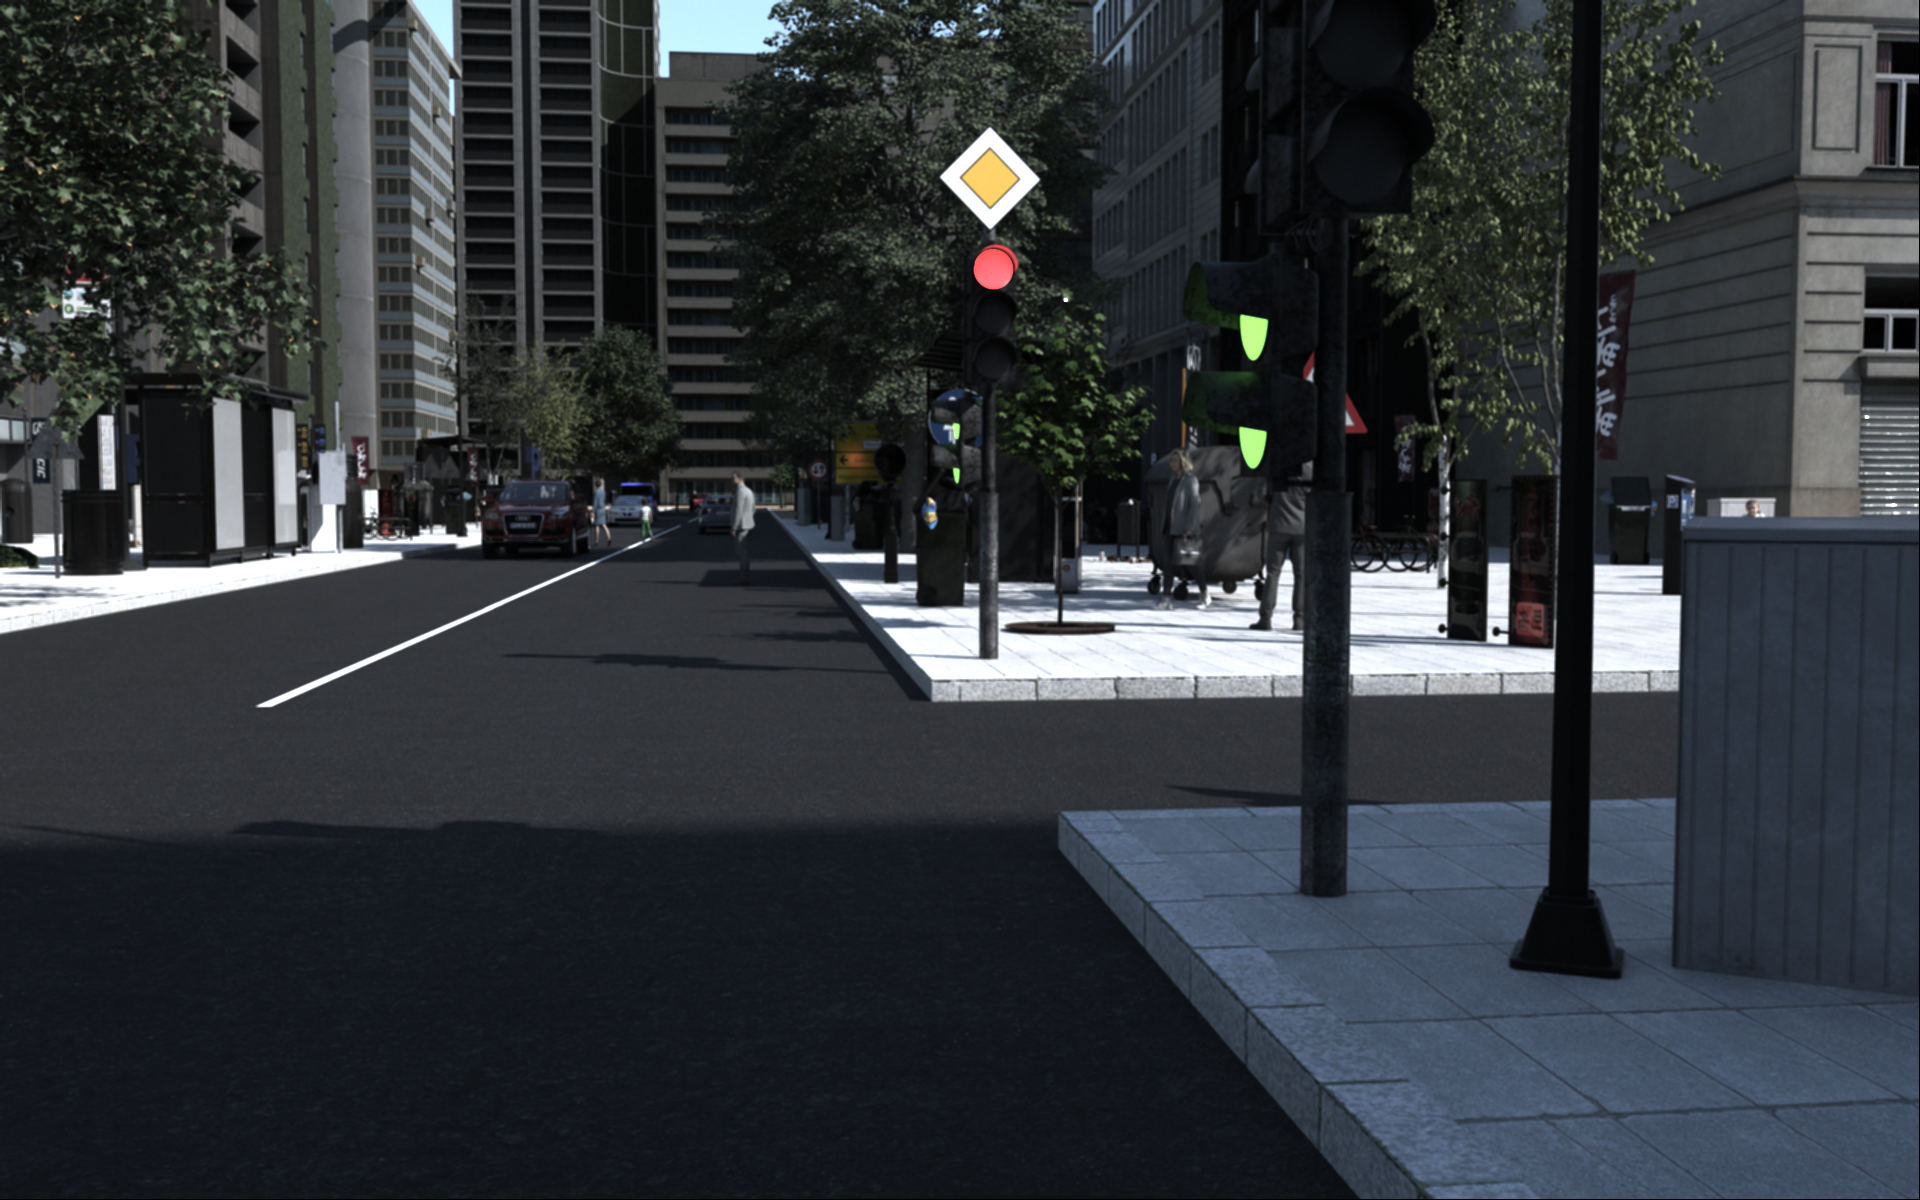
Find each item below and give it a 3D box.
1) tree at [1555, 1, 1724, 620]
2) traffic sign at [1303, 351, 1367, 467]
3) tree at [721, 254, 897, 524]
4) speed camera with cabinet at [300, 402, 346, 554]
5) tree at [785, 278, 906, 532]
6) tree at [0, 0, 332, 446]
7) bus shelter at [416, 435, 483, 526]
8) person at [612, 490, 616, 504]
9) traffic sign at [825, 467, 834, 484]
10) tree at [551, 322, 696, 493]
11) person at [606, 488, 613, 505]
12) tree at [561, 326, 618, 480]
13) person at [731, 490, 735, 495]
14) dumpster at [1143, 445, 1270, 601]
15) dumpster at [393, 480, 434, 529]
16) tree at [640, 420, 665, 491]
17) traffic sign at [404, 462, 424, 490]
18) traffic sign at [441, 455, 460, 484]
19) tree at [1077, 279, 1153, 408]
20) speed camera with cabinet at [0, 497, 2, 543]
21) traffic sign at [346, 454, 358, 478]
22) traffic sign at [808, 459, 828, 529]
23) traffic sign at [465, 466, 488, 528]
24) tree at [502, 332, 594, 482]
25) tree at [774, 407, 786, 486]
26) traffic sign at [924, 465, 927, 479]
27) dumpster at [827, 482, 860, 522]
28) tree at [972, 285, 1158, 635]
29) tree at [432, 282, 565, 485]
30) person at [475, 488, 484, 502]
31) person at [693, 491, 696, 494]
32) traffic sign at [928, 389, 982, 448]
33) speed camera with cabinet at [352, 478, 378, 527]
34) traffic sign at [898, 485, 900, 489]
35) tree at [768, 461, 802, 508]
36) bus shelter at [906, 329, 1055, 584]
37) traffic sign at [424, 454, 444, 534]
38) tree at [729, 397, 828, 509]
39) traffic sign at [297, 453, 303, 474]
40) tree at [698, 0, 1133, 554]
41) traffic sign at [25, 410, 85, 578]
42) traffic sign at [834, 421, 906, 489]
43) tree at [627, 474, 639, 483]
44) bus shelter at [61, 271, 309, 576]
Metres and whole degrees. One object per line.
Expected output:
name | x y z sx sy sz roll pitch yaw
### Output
tree | 6.083 -4.121 17.747 4.737 8.622 4.395 0 3 0
traffic sign | 3.127 -0.931 15.228 0.884 2.594 0.081 0 4 -3
tree | -6.404 -9.040 73.565 9.928 11.665 9.643 0 3 0
speed camera with cabinet | -13.882 -2.651 37.687 0.660 3.252 2.038 -2 4 -31
tree | -3.580 -6.623 58.656 4.360 8.622 3.978 0 3 0
tree | -12.053 -6.237 18.983 9.611 12.733 9.660 0 3 0
bus shelter | -21.234 -4.954 72.280 1.731 3.624 6.357 0 4 -7
person | -31.717 -9.277 158.518 0.445 1.727 0.742 0 4 4
traffic sign | -5.942 -4.927 80.663 0.768 2.556 0.104 0 4 -1
tree | -22.565 -12.168 115.955 9.611 12.733 9.660 0 3 0
person | -27.491 -7.908 135.788 0.568 1.767 0.683 -2 4 -30
tree | -25.193 -13.661 130.018 9.857 13.997 8.962 0 3 0
person | -12.979 -5.465 99.330 0.415 1.643 0.593 2 4 23
dumpster | 3.069 -0.959 21.440 1.264 1.857 1.865 0 4 -7
dumpster | -20.268 -3.573 64.175 1.264 1.857 1.865 0 4 -7
tree | -27.861 -12.474 154.309 4.360 8.622 3.978 0 3 0
traffic sign | -17.475 -3.261 55.446 0.606 2.300 0.079 0 4 -6
traffic sign | -17.055 -3.542 57.913 0.884 2.594 0.081 0 4 2
tree | 4.156 -6.553 57.509 4.360 8.622 3.978 0 3 0
speed camera with cabinet | -18.677 -2.275 31.539 2.038 3.252 0.660 -1 4 -21
traffic sign | -15.797 -2.599 44.623 0.606 2.300 0.079 0 3 0
traffic sign | -5.147 -3.859 63.203 0.768 2.556 0.104 0 4 -5
traffic sign | -18.173 -3.983 65.119 0.884 2.594 0.081 0 4 -1
tree | -19.167 -7.932 80.048 4.737 8.622 4.395 0 3 0
tree | -9.316 -9.316 102.676 4.360 8.622 3.978 0 3 0
traffic sign | -1.069 -4.216 69.034 0.768 2.556 0.104 0 4 -1
dumpster | -4.325 -3.624 65.003 1.264 1.857 1.865 0 4 -7
tree | 1.063 -1.316 16.117 1.663 3.219 1.824 0 3 0
tree | -16.335 -6.766 60.994 4.360 8.622 3.978 0 3 0
person | -42.230 -8.899 151.678 1.348 1.807 0.705 0 4 1
person | -25.030 -9.447 163.689 1.217 1.736 0.721 2 4 23
traffic sign | -0.004 -1.280 21.029 0.768 2.556 0.104 0 4 -6
speed camera with cabinet | -23.529 -4.512 68.106 2.038 3.252 0.660 -2 4 -28
traffic sign | -1.847 -3.198 52.385 0.768 2.556 0.104 0 4 2
tree | -16.301 -10.919 162.246 4.285 4.588 4.351 0 3 0
bus shelter | 0.256 -2.241 27.919 1.731 3.624 6.357 0 4 -7
traffic sign | -17.145 -3.431 56.098 0.884 2.594 0.081 0 4 2
tree | -15.354 -13.105 148.671 8.767 10.594 7.601 -1 4 -15
traffic sign | -19.168 -3.021 49.496 0.768 2.556 0.104 0 4 0
tree | -0.931 -7.981 37.151 9.857 13.997 8.962 0 3 0
traffic sign | -13.720 -1.606 26.262 0.884 2.594 0.081 0 4 -1
traffic sign | -2.371 -3.325 48.232 2.265 3.308 0.079 0 4 -4
tree | -27.162 -9.119 143.697 1.663 3.219 1.824 0 3 0
bus shelter | -14.028 -3.287 31.374 2.179 5.291 8.768 0 4 -7
